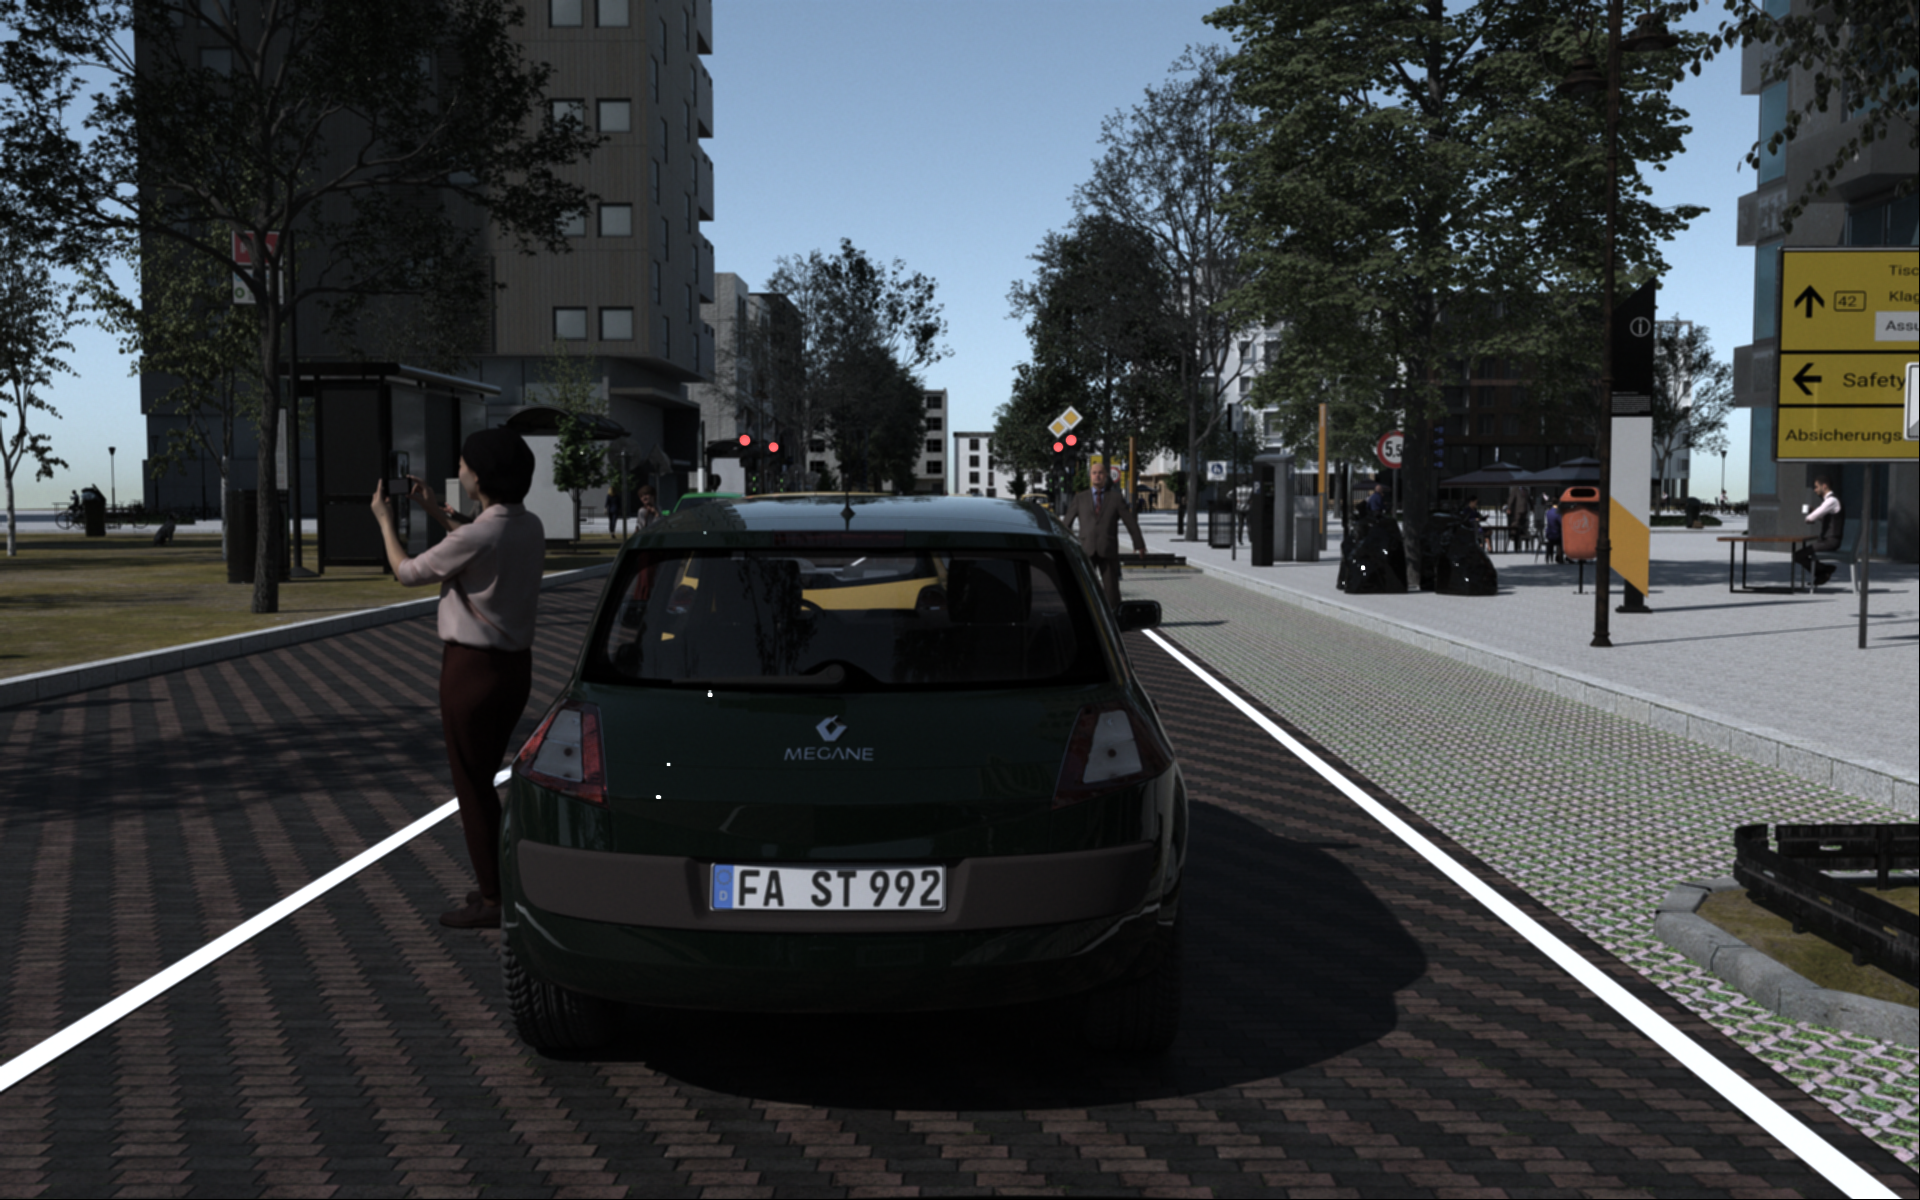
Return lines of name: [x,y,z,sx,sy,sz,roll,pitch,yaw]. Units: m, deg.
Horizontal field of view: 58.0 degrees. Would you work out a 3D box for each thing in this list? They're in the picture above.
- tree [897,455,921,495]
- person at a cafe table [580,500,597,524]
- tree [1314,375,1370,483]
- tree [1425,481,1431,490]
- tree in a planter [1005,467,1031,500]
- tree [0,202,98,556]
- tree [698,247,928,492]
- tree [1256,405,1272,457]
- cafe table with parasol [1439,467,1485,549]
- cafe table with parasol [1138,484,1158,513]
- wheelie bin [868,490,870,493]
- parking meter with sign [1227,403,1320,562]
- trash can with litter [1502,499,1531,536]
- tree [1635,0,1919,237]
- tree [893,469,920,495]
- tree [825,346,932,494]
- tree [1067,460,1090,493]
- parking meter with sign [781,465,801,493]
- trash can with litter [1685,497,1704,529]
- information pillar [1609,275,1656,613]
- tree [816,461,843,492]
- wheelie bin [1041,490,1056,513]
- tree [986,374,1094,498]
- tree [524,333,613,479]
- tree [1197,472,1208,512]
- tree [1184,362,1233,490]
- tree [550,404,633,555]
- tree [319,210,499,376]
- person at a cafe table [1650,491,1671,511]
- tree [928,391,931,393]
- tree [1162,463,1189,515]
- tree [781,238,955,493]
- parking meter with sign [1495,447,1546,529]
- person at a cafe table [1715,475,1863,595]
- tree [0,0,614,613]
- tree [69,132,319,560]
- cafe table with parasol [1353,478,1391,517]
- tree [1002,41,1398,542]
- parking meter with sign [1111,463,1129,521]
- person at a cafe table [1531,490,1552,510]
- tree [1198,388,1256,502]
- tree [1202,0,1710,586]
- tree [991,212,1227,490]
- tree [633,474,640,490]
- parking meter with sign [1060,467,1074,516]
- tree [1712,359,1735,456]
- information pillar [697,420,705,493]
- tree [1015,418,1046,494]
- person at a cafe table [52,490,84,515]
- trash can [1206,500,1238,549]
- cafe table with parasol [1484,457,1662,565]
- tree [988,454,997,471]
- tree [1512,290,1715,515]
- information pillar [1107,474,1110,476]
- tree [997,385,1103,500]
tree: [-6.800,-15.082,196.947,4.360,8.622,3.978,0,3,0]
person at a cafe table: [-16.367,-3.984,73.647,1.622,1.524,1.698,0,4,-5]
tree: [22.626,-9.234,101.332,4.360,8.622,3.978,0,3,0]
tree: [35.730,-8.557,134.508,1.663,3.219,1.824,0,3,0]
tree in a planter: [3.882,-7.217,115.218,1.991,3.239,1.994,0,4,0]
tree: [-19.723,-5.207,35.501,4.360,8.622,3.978,0,3,0]
tree: [-7.859,-10.780,86.629,12.009,13.543,11.850,0,3,0]
tree: [22.402,-11.274,134.696,4.737,8.622,4.395,0,3,0]
cafe table with parasol: [11.670,-1.985,37.324,2.610,1.966,2.610,1,4,15]
cafe table with parasol: [12.340,-6.879,117.331,2.610,1.966,2.610,-1,4,-17]
wheelie bin: [-7.276,-7.697,133.756,0.980,1.594,0.693,-1,4,-8]
parking meter with sign: [5.994,-2.247,32.999,1.738,3.016,0.543,2,4,33]
trash can with litter: [16.723,-2.484,52.005,0.624,1.170,1.055,3,4,38]
tree: [6.057,-3.646,9.982,4.360,8.622,3.978,0,3,0]
tree: [-6.391,-13.587,205.858,4.285,4.588,4.351,0,3,0]
tree: [-6.688,-14.595,145.281,9.857,13.997,8.962,0,3,0]
tree: [7.074,-6.421,99.592,1.663,3.219,1.824,0,3,0]
parking meter with sign: [-9.677,-6.477,102.166,1.738,3.016,0.543,2,4,26]
trash can with litter: [27.294,-3.228,64.157,0.624,1.170,1.055,0,4,1]
information pillar: [7.204,-1.668,18.635,0.504,3.616,0.183,1,4,9]
tree: [-7.771,-6.427,99.686,1.663,3.219,1.824,0,3,0]
wheelie bin: [6.558,-7.659,133.125,0.980,1.594,0.693,-2,4,-30]
tree: [7.312,-13.003,138.352,9.928,11.665,9.643,0,3,0]
tree: [-17.616,-7.854,78.777,4.737,8.622,4.395,0,3,0]
tree: [17.505,-8.117,127.319,1.663,3.219,1.824,0,3,0]
tree: [11.970,-8.497,89.289,4.360,8.622,3.978,0,3,0]
tree: [-8.249,-2.580,36.784,1.663,3.219,1.824,0,3,0]
tree: [-13.867,-5.759,44.522,4.360,8.622,3.978,0,3,0]
person at a cafe table: [54.554,-7.734,134.969,1.622,1.524,1.698,0,4,-6]
tree: [-6.907,-12.189,109.662,12.009,13.543,11.850,0,3,0]
tree: [13.636,-6.978,108.694,1.663,3.219,1.824,0,3,0]
tree: [-6.637,-16.563,126.700,12.611,20.169,13.585,0,3,0]
parking meter with sign: [20.738,-4.148,64.078,1.738,3.016,0.543,0,4,7]
person at a cafe table: [10.881,-0.858,22.552,1.622,1.524,1.698,2,4,33]
tree: [-7.241,-5.150,18.619,7.601,10.594,8.767,-3,4,-38]
tree: [-14.463,-5.078,33.393,4.737,8.622,4.395,0,3,0]
cafe table with parasol: [17.602,-4.277,74.794,2.610,1.966,2.610,-1,4,-23]
tree: [6.420,-8.328,46.531,12.009,13.543,11.850,0,3,0]
parking meter with sign: [7.363,-5.353,83.789,1.738,3.016,0.543,-2,4,-33]
person at a cafe table: [37.200,-6.177,109.513,1.622,1.524,1.698,-2,4,-24]
tree: [17.504,-10.267,118.231,4.737,8.622,4.395,0,3,0]
tree: [6.742,-6.490,24.231,7.486,12.596,7.792,0,3,0]
tree: [6.064,-9.377,70.330,9.611,12.733,9.660,0,3,0]
tree: [-17.484,-5.752,88.640,1.663,3.219,1.824,0,3,0]
parking meter with sign: [6.236,-6.517,102.818,0.543,3.016,1.738,1,4,20]
tree: [36.265,-9.493,89.624,8.767,10.594,7.601,0,4,7]
information pillar: [-8.263,-3.915,55.373,0.183,3.616,0.504,-2,4,-27]
tree: [6.572,-12.560,155.718,4.737,8.622,4.395,0,3,0]
person at a cafe table: [-54.461,-5.953,105.849,1.622,1.524,1.698,-1,4,-20]
trash can: [6.162,-1.784,40.829,0.748,1.137,0.748,0,3,0]
cafe table with parasol: [11.480,-1.654,31.902,2.610,1.966,2.610,3,4,38]
tree: [6.733,-15.900,194.374,7.601,10.594,8.767,-2,4,-23]
tree: [28.422,-8.764,77.702,7.601,10.594,8.767,1,4,9]
information pillar: [5.217,-3.559,62.683,0.304,2.012,0.304,3,5,44]
tree: [7.230,-11.819,127.650,7.601,10.594,8.767,1,4,8]
